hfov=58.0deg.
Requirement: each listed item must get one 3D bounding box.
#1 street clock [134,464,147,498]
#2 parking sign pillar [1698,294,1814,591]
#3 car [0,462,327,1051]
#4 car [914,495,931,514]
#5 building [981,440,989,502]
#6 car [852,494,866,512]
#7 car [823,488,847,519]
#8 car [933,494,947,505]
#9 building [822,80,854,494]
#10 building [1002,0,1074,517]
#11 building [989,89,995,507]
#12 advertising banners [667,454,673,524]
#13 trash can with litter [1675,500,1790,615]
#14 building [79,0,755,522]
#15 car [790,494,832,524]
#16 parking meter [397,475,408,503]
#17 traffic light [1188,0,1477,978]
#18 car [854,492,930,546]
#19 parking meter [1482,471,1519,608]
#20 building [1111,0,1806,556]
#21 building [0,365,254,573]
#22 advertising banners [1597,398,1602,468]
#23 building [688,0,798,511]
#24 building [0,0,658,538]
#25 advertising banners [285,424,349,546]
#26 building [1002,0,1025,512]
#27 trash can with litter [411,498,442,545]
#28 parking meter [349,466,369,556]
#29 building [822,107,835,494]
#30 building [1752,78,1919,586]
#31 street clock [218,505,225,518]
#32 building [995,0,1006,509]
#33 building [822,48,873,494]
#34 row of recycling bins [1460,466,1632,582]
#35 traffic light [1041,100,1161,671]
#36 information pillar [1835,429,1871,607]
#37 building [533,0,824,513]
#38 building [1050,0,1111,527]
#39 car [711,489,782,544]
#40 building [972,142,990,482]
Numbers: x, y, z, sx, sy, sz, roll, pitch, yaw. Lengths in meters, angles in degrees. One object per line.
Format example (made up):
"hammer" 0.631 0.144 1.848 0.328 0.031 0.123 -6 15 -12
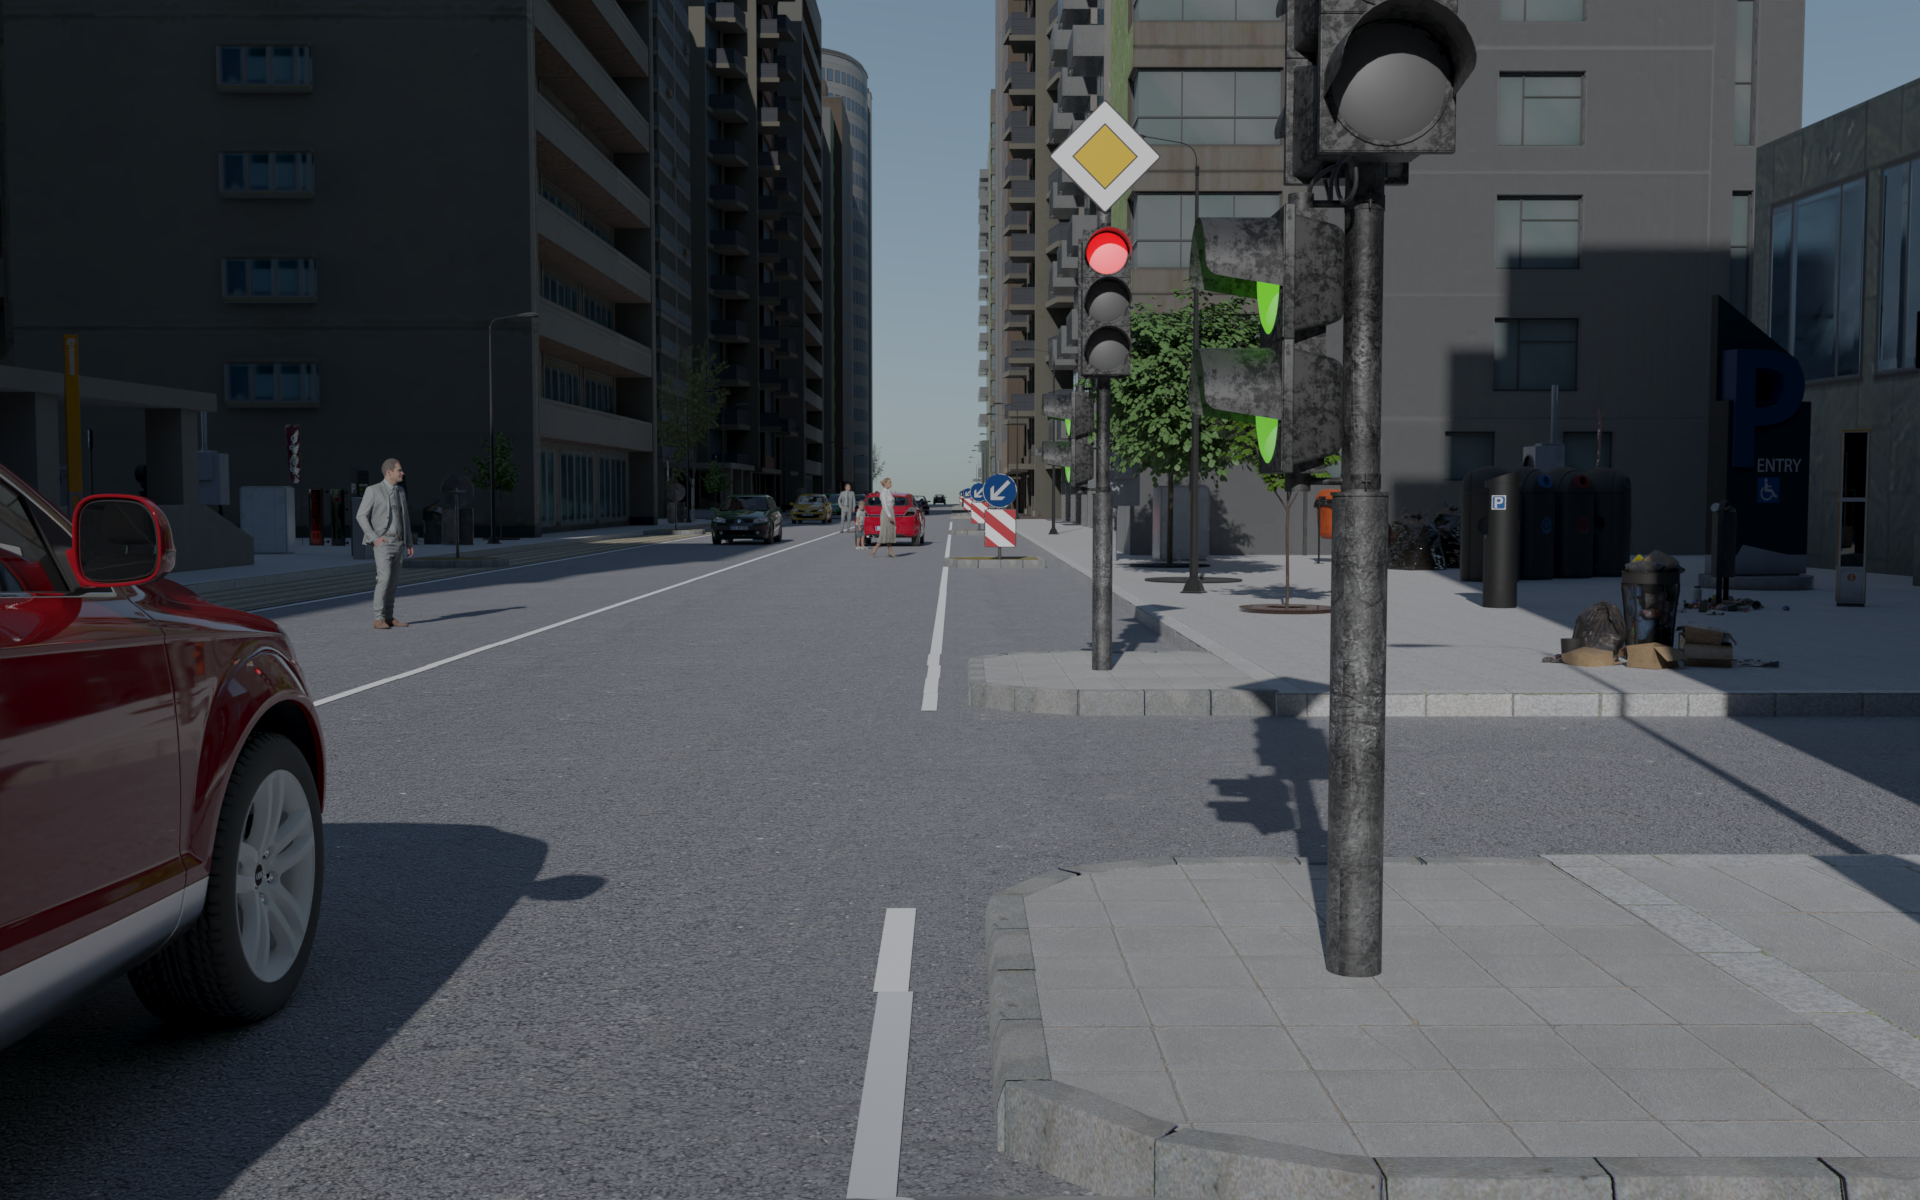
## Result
"street clock" -19.777 -2.293 42.060 0.358 2.002 0.471 1 4 10
"parking sign pillar" 10.866 -2.145 23.548 1.447 3.967 1.447 -1 4 -13
"car" -2.833 0.343 3.073 2.281 1.827 5.304 0 4 -1
"car" -3.066 -6.775 123.356 1.945 1.354 3.894 0 4 1
"building" 13.837 -54.255 199.738 22.319 86.520 31.000 0 4 0
"car" -7.294 -6.747 122.117 2.131 1.459 4.920 0 4 -2
"car" -7.514 -5.714 102.213 1.959 1.807 4.718 0 4 -2
"car" -2.811 -14.032 239.210 2.009 1.686 4.222 0 4 1
"building" -19.447 -33.128 191.754 14.600 45.320 14.200 0 4 0
"building" 13.812 -27.530 104.739 22.147 44.769 28.867 0 4 0
"building" 10.023 -30.260 178.337 14.154 41.232 14.086 0 4 0
"advertising banners" -12.533 -4.816 74.929 0.090 3.025 2.074 -1 4 -15
"trash can with litter" 8.355 -0.507 19.350 1.678 1.210 2.233 2 4 32
"building" -28.661 -24.924 99.396 32.217 40.220 23.993 0 4 0
"car" -7.254 -4.560 84.784 2.015 1.641 3.980 0 4 1
"parking meter" -14.934 -2.475 46.177 0.399 1.863 0.255 -1 4 -18
"traffic light" 1.043 -0.956 4.552 0.839 4.253 0.868 0 4 0
"car" -1.946 -2.434 48.829 2.155 1.783 4.494 0 4 1
"parking meter" 6.109 -0.682 19.564 0.372 1.533 0.369 0 3 0
"building" 10.555 -21.913 41.865 14.154 41.232 14.086 0 4 0
"building" -28.908 -20.269 23.272 32.217 40.220 23.993 0 4 0
"advertising banners" 12.040 -2.234 32.706 0.090 3.025 2.074 1 4 20
"building" -23.580 -28.809 125.653 22.147 44.769 28.867 0 4 0
"building" -23.097 -26.657 59.544 21.300 48.544 21.600 0 4 0
"advertising banners" -16.007 -2.867 43.057 2.074 3.025 0.090 2 4 28
"building" 10.167 -29.171 127.055 14.600 45.320 14.200 0 4 0
"trash can with litter" -13.620 -1.989 43.913 1.055 1.170 0.624 -1 4 -11
"parking meter" -12.396 -1.839 35.784 0.399 1.863 0.255 3 5 44
"building" -20.365 -30.224 177.759 14.154 41.232 14.086 0 4 0
"building" 28.830 -43.249 19.798 31.000 86.520 22.319 0 4 0
"street clock" -16.319 -2.058 38.214 0.471 2.002 0.358 3 5 45
"building" 13.510 -37.101 148.598 21.231 58.520 28.212 0 4 0
"building" -22.707 -41.971 228.225 21.231 58.520 28.212 0 4 0
"row of recycling bins" 8.869 -1.172 26.269 3.534 1.692 1.069 -2 4 -35
"traffic light" 1.018 -1.444 12.537 0.839 4.253 0.868 0 4 0
"information pillar" 10.188 -0.934 19.766 0.304 2.012 0.304 2 4 25
"building" -23.405 -32.234 150.725 21.300 48.544 21.600 0 4 0
"building" 15.261 -27.660 71.855 23.786 49.044 30.456 0 4 0
"car" -6.195 -2.491 50.518 2.009 1.686 4.222 0 4 0
"building" 13.607 -37.428 231.552 23.786 49.044 30.456 0 4 0
